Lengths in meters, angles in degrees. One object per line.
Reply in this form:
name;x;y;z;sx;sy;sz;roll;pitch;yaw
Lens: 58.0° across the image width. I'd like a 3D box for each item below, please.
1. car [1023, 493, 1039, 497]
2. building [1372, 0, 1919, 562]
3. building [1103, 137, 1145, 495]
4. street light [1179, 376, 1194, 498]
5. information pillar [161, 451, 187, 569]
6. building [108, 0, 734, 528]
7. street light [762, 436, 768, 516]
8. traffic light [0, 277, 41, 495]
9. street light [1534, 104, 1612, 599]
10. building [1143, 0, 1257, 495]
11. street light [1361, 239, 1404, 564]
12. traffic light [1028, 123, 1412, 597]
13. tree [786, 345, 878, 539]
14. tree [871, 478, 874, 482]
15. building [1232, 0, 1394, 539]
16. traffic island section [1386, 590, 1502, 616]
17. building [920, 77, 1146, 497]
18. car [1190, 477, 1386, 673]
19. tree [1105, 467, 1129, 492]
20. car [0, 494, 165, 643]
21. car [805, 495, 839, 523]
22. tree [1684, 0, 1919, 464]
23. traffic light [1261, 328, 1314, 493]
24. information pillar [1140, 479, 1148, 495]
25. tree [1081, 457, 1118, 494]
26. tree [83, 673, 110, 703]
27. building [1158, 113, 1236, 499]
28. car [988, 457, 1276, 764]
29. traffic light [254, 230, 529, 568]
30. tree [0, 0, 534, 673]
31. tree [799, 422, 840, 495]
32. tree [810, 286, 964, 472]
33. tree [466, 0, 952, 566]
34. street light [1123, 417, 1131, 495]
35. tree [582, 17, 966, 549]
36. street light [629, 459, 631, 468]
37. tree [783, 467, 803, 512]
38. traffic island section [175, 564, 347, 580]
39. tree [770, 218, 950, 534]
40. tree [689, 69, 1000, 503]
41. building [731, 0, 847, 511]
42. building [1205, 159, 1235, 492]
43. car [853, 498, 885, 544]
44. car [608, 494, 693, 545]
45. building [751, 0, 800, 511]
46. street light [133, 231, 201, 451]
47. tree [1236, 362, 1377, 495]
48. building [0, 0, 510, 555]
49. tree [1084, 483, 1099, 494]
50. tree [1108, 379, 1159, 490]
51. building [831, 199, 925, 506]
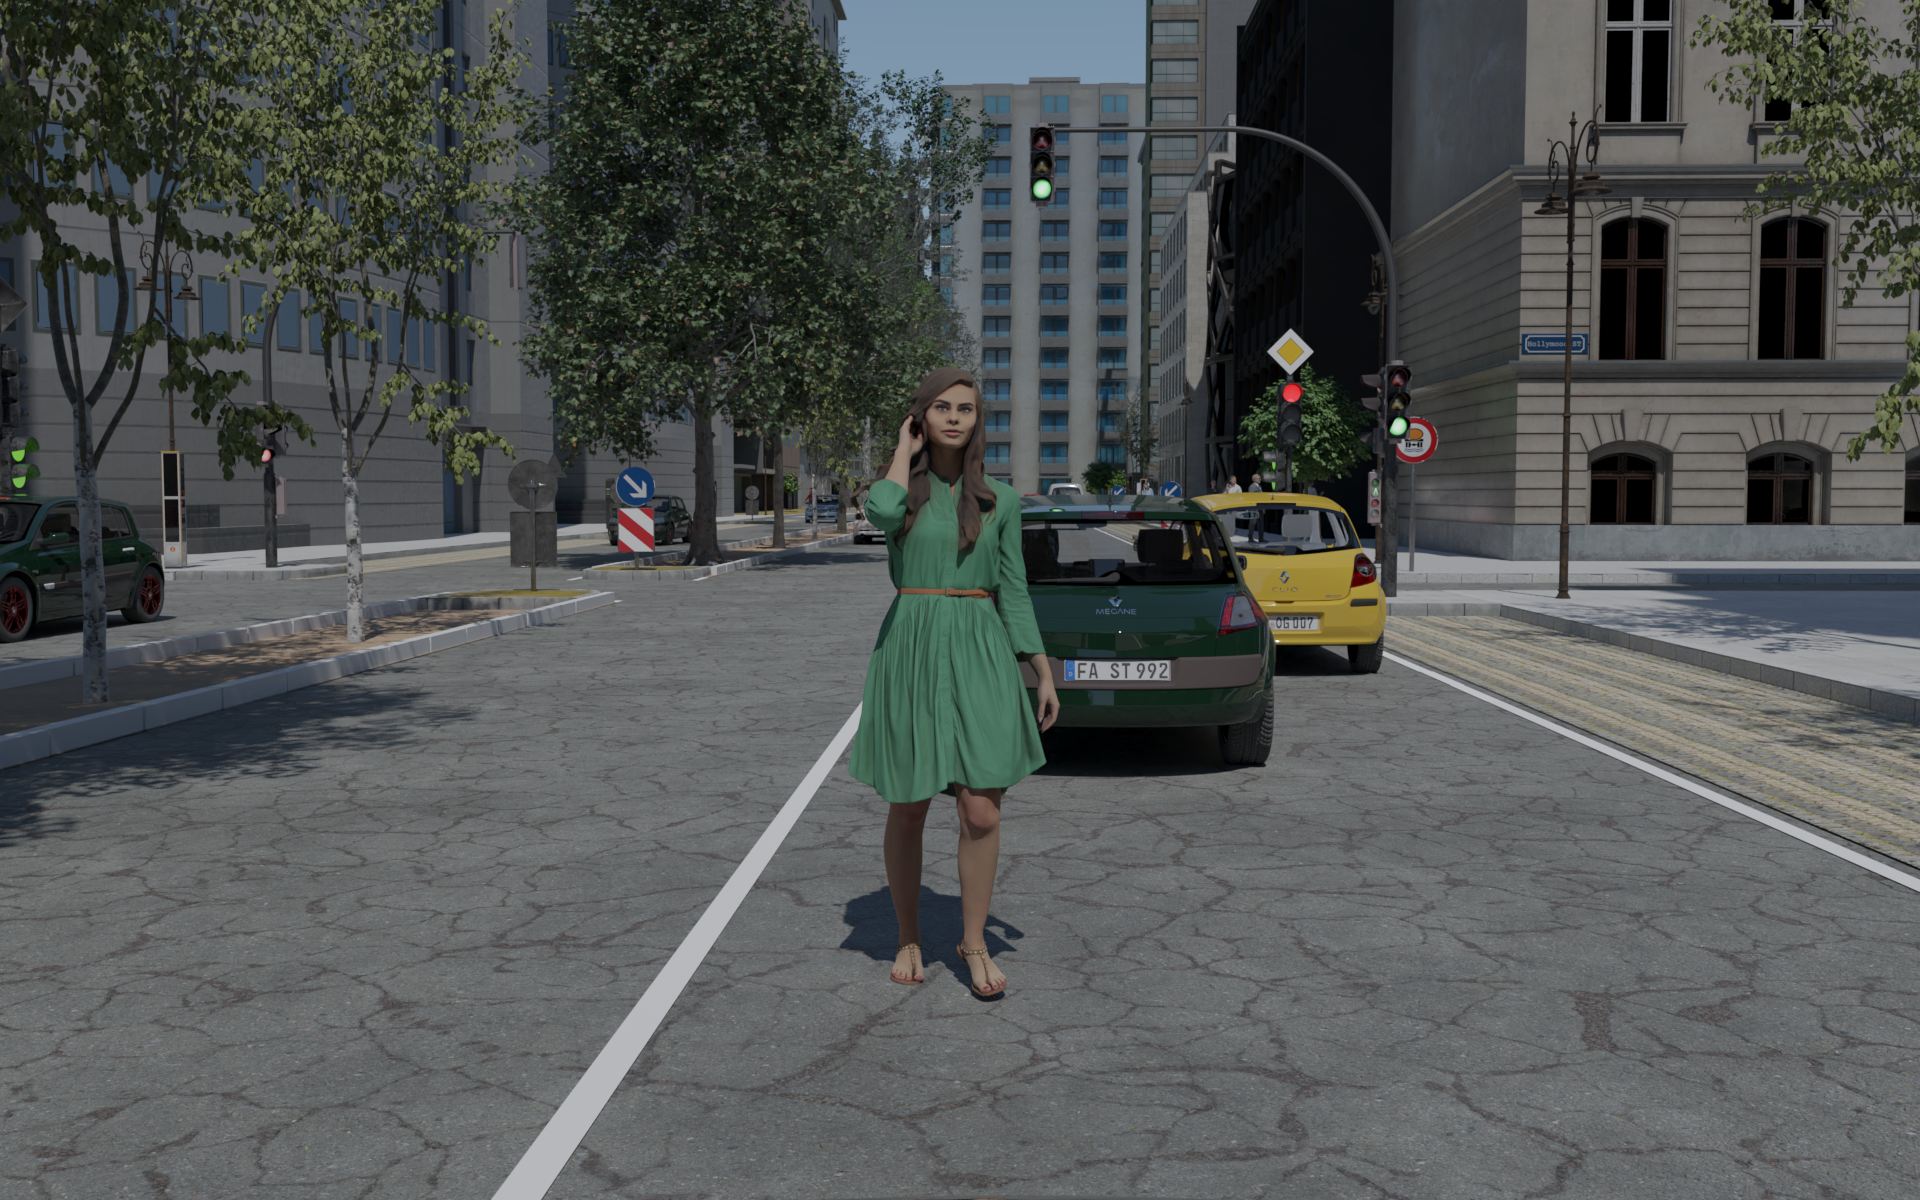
car;6.388;-8.971;155.722;2.155;1.783;4.494;0;4;2
building;27.648;-13.324;36.927;34.723;24.649;14.460;0;4;2
building;30.063;-28.980;165.706;32.217;40.220;23.993;0;4;2
street light;8.851;-5.819;67.924;0.468;5.910;1.993;0;4;2
information pillar;-13.505;-1.546;29.767;0.304;2.012;0.304;0;4;-8
building;-24.001;-33.193;84.703;21.231;58.520;28.212;0;4;2
street light;-11.633;-7.999;103.565;0.468;5.910;1.993;0;4;2
traffic light;-12.231;-2.027;22.064;0.839;4.253;0.868;0;4;2
street light;7.404;-2.954;21.081;0.468;5.910;1.993;0;4;2
building;19.968;-26.841;122.445;14.154;41.232;14.086;0;4;2
street light;7.685;-3.601;31.662;0.468;5.910;1.993;0;4;2
traffic light;3.228;-2.861;21.439;4.771;5.953;1.251;0;4;2
tree;-4.537;-6.194;54.085;4.737;8.622;4.395;0;3;0
tree;-9.260;-11.207;177.836;1.663;3.219;1.824;0;3;0
building;16.141;-13.871;56.475;12.332;23.373;15.834;0;4;2
traffic island section;5.361;0.040;21.626;2.009;0.180;2.903;0;4;2
building;10.802;-35.610;201.833;30.456;49.044;23.786;0;4;2
car;2.577;-0.313;15.335;2.015;1.641;3.980;0;4;2
tree;11.355;-7.887;123.550;1.663;3.219;1.824;0;3;0
car;-9.894;-0.497;17.906;2.009;1.686;4.222;0;4;2
car;-6.727;-4.584;86.949;2.014;1.417;4.499;0;4;2
tree;7.889;-3.862;13.506;4.737;8.622;4.395;0;3;0
traffic light;5.580;-2.482;29.494;0.839;4.253;0.868;0;4;2
information pillar;9.004;-4.908;84.743;0.304;2.012;0.304;1;4;22
tree;12.133;-10.197;150.438;4.285;4.588;4.351;0;3;0
tree;-5.880;-3.580;11.359;4.737;8.622;4.395;0;3;0
building;16.891;-14.723;95.477;10.420;20.320;16.860;0;4;2
car;0.823;-0.049;10.585;2.009;1.686;4.222;0;4;1
traffic light;-9.879;-3.385;30.012;4.771;5.953;1.251;0;4;2
tree;-5.787;-3.876;16.187;4.737;8.622;4.395;0;3;0
tree;-11.134;-11.659;140.991;4.360;8.622;3.978;0;3;0
tree;-3.689;-9.956;83.370;7.486;12.596;7.792;0;3;0
tree;-5.022;-6.996;33.848;9.611;12.733;9.660;0;3;0
street light;10.043;-8.037;104.184;0.468;5.910;1.993;0;4;2
tree;-4.703;-8.066;44.709;12.009;13.543;11.850;0;3;0
street light;-12.842;-5.781;67.305;0.468;5.910;1.993;0;4;2
tree;-12.067;-7.933;124.304;1.663;3.219;1.824;0;3;0
traffic island section;-12.012;-0.483;30.181;2.009;0.180;2.903;0;4;2
tree;-4.135;-8.163;61.676;9.928;11.665;9.643;0;3;0
tree;-5.106;-13.116;72.801;12.611;20.169;13.585;0;3;0
building;-25.751;-35.195;164.676;27.495;52.752;28.713;0;4;2
building;19.536;-12.909;78.518;16.820;18.784;16.811;0;4;2
car;-2.054;-2.347;50.738;2.083;1.381;4.827;0;4;2
car;-8.827;-2.431;49.531;2.009;1.686;4.222;0;4;3
building;-20.814;-29.958;139.929;14.600;45.320;14.200;0;4;2
street light;-13.991;-3.543;30.711;0.468;5.910;1.993;0;4;2
tree;8.579;-3.629;43.053;4.285;4.588;4.351;0;3;0
building;-25.437;-30.856;46.495;21.231;58.520;28.212;0;4;2
tree;12.059;-9.929;156.942;1.663;3.219;1.824;0;3;0
tree;11.228;-9.697;108.909;4.360;8.622;3.978;0;3;0
building;-16.284;-31.495;206.823;23.993;40.220;32.217;0;4;2
